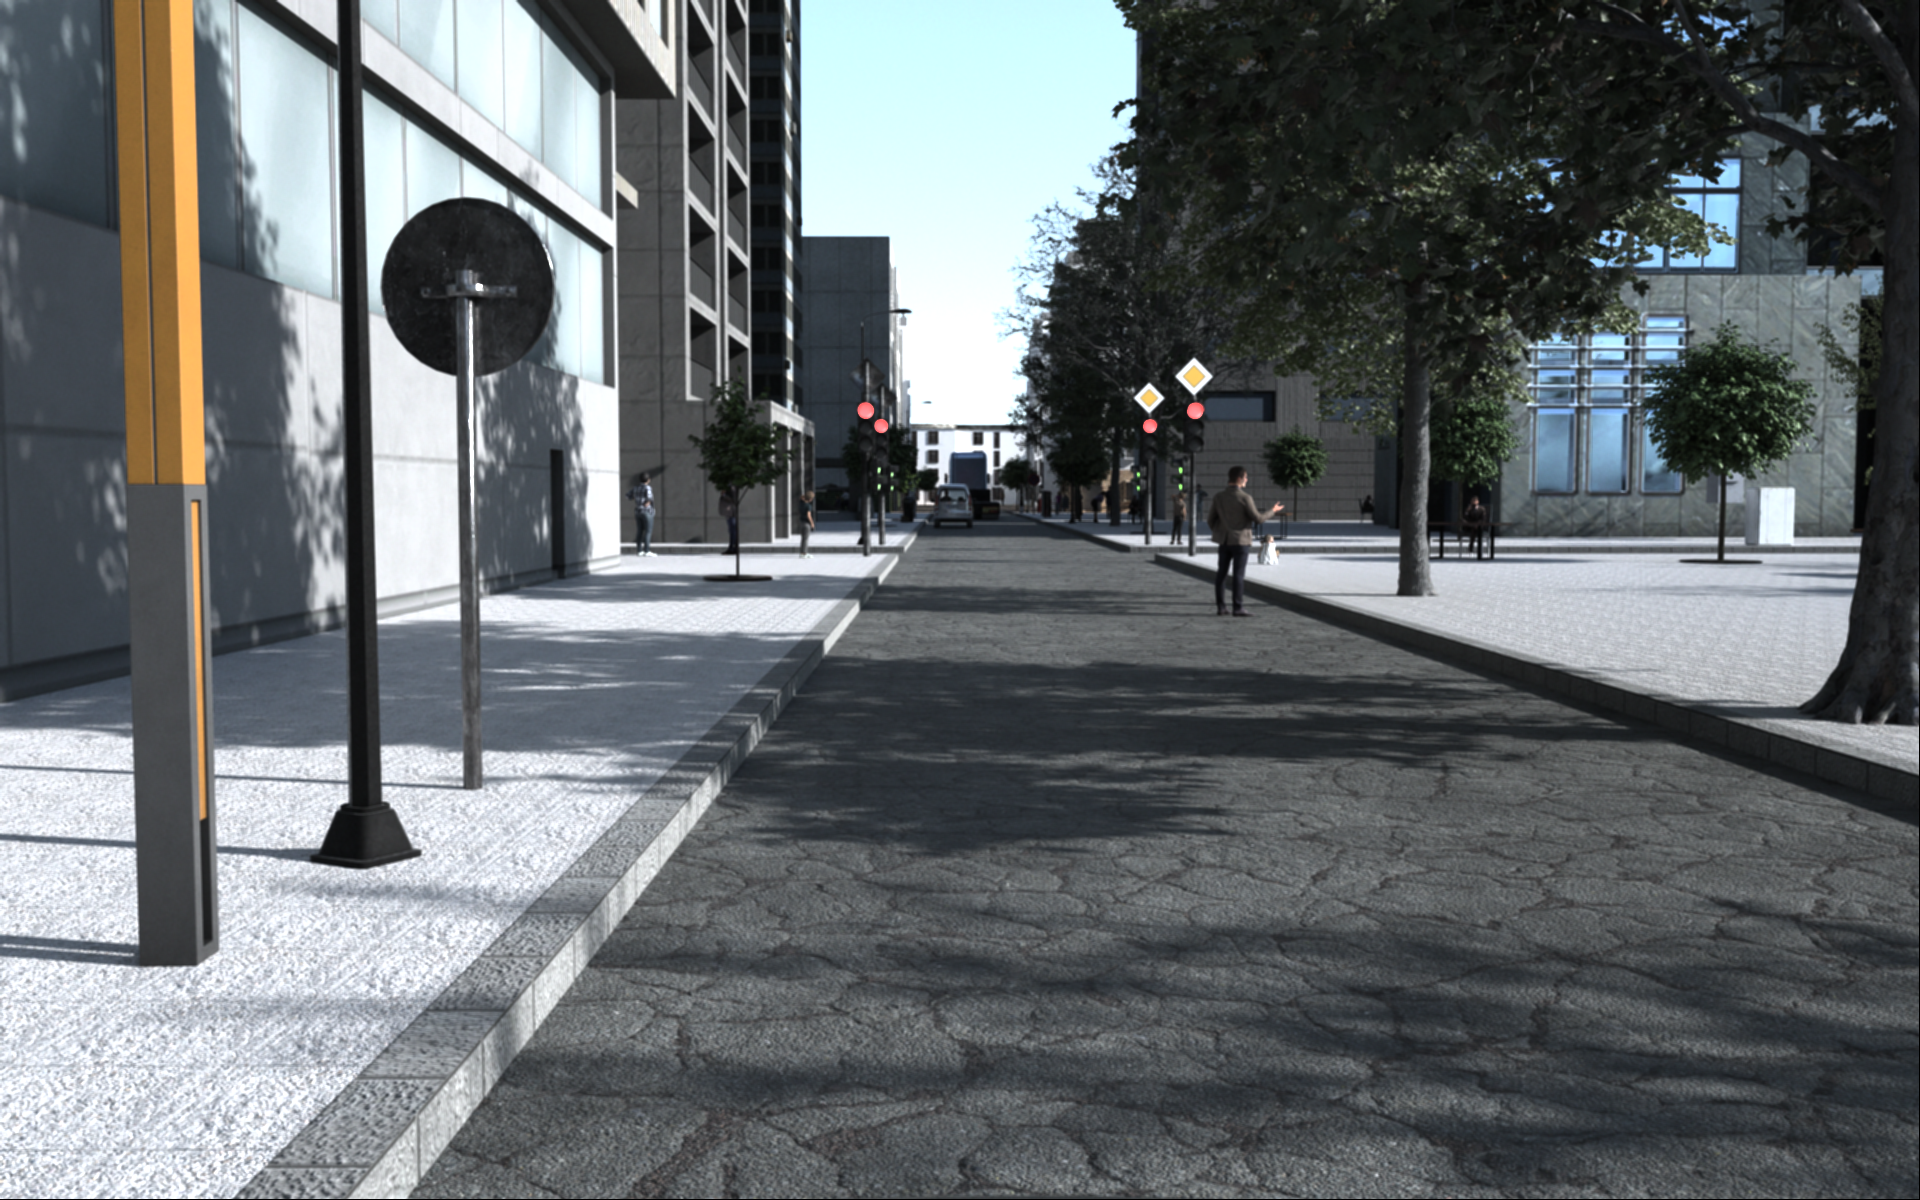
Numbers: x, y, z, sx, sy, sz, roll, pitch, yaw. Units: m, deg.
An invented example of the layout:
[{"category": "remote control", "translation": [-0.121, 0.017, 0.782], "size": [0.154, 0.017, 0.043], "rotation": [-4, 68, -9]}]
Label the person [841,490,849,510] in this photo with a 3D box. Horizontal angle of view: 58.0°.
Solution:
[{"category": "person", "translation": [-7.211, -6.134, 108.542], "size": [0.614, 1.554, 0.590], "rotation": [-2, 4, -35]}]

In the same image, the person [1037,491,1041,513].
[{"category": "person", "translation": [5.520, -6.714, 118.286], "size": [0.523, 1.526, 0.387], "rotation": [-2, 4, -25]}]

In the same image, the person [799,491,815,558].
[{"category": "person", "translation": [-3.104, -1.528, 34.942], "size": [0.435, 1.345, 0.340], "rotation": [2, 4, 35]}]

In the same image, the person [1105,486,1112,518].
[{"category": "person", "translation": [7.915, -5.185, 91.729], "size": [0.541, 1.710, 0.530], "rotation": [-1, 4, -18]}]

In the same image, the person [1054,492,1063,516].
[{"category": "person", "translation": [5.789, -5.666, 101.918], "size": [0.726, 1.435, 0.776], "rotation": [1, 4, 10]}]

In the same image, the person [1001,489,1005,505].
[{"category": "person", "translation": [4.892, -11.612, 195.993], "size": [0.705, 1.812, 1.348], "rotation": [0, 4, 5]}]

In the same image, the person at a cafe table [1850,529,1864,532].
[{"category": "person at a cafe table", "translation": [15.204, -0.984, 26.943], "size": [1.726, 1.238, 1.698], "rotation": [-1, 4, -14]}]

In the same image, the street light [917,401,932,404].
[{"category": "street light", "translation": [-2.079, -6.985, 86.749], "size": [1.470, 5.913, 1.316], "rotation": [0, 4, 0]}]

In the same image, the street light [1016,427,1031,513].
[{"category": "street light", "translation": [4.141, -8.946, 118.800], "size": [1.470, 5.913, 1.316], "rotation": [0, 4, 0]}]

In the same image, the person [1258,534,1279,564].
[{"category": "person", "translation": [5.660, -0.932, 31.755], "size": [0.381, 0.543, 0.357], "rotation": [0, 4, 3]}]

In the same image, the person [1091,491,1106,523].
[{"category": "person", "translation": [6.164, -4.152, 77.155], "size": [0.697, 1.427, 0.421], "rotation": [-1, 4, -21]}]

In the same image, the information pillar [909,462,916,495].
[{"category": "information pillar", "translation": [-2.958, -7.016, 106.068], "size": [0.504, 3.616, 0.183], "rotation": [-1, 4, -23]}]

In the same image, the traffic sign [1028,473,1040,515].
[{"category": "traffic sign", "translation": [4.561, -6.526, 106.799], "size": [0.768, 2.556, 0.104], "rotation": [0, 4, 8]}]

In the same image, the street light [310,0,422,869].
[{"category": "street light", "translation": [-1.550, -2.041, 5.918], "size": [1.470, 5.913, 1.316], "rotation": [0, 4, 0]}]

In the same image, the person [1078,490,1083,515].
[{"category": "person", "translation": [6.730, -5.477, 98.063], "size": [0.387, 1.526, 0.523], "rotation": [-3, 4, -37]}]

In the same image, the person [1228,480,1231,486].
[{"category": "person", "translation": [8.819, -3.099, 57.156], "size": [0.683, 1.767, 0.568], "rotation": [-3, 5, -42]}]

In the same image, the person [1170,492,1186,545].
[{"category": "person", "translation": [5.535, -2.083, 44.012], "size": [0.435, 1.345, 0.340], "rotation": [1, 4, 16]}]

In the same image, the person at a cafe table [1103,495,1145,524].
[{"category": "person at a cafe table", "translation": [7.302, -3.875, 74.223], "size": [1.698, 1.238, 1.726], "rotation": [2, 4, 33]}]

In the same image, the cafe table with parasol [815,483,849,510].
[{"category": "cafe table with parasol", "translation": [-8.285, -6.472, 110.686], "size": [2.610, 1.966, 2.610], "rotation": [1, 4, 17]}]

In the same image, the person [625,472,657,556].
[{"category": "person", "translation": [-6.560, -1.780, 35.875], "size": [0.376, 1.734, 0.841], "rotation": [-3, 5, -41]}]

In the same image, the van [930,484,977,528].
[{"category": "van", "translation": [-0.283, -4.143, 74.757], "size": [2.013, 2.044, 4.112], "rotation": [0, 3, 0]}]

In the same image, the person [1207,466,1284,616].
[{"category": "person", "translation": [3.369, -0.699, 20.465], "size": [0.750, 1.759, 0.617], "rotation": [-2, 4, -30]}]

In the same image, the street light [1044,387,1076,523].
[{"category": "street light", "translation": [4.368, -6.300, 75.543], "size": [1.470, 5.913, 1.316], "rotation": [0, 4, 0]}]

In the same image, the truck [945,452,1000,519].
[{"category": "truck", "translation": [0.722, -7.073, 105.400], "size": [2.967, 4.110, 18.799], "rotation": [0, 4, -2]}]

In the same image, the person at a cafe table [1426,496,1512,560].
[{"category": "person at a cafe table", "translation": [10.061, -1.437, 34.361], "size": [1.698, 1.238, 1.726], "rotation": [3, 4, 36]}]

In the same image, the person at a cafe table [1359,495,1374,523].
[{"category": "person at a cafe table", "translation": [18.547, -4.019, 76.575], "size": [1.726, 1.238, 1.698], "rotation": [1, 4, 21]}]

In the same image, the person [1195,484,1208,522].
[{"category": "person", "translation": [10.896, -4.411, 78.892], "size": [0.376, 1.734, 0.841], "rotation": [-2, 4, -34]}]

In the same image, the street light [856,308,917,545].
[{"category": "street light", "translation": [-1.894, -4.339, 43.491], "size": [1.470, 5.913, 1.316], "rotation": [0, 4, 0]}]

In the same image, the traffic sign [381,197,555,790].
[{"category": "traffic sign", "translation": [-2.122, -0.450, 7.469], "size": [0.768, 2.556, 0.104], "rotation": [0, 4, 4]}]

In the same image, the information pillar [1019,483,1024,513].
[{"category": "information pillar", "translation": [4.195, -6.931, 117.805], "size": [0.304, 2.012, 0.304], "rotation": [0, 4, 3]}]

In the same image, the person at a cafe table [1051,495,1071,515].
[{"category": "person at a cafe table", "translation": [6.608, -6.018, 109.253], "size": [1.698, 1.238, 1.726], "rotation": [0, 4, 0]}]

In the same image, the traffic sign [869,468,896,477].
[{"category": "traffic sign", "translation": [-2.390, -3.234, 52.885], "size": [0.884, 2.594, 0.081], "rotation": [0, 4, 2]}]

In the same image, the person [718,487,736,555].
[{"category": "person", "translation": [-4.899, -1.816, 36.561], "size": [0.431, 1.722, 0.655], "rotation": [0, 4, 1]}]

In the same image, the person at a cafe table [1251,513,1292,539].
[{"category": "person at a cafe table", "translation": [8.639, -2.399, 50.083], "size": [1.726, 1.238, 1.698], "rotation": [1, 4, 17]}]

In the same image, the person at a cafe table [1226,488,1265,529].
[{"category": "person at a cafe table", "translation": [10.139, -3.407, 64.215], "size": [1.622, 1.524, 1.698], "rotation": [-3, 5, -42]}]
